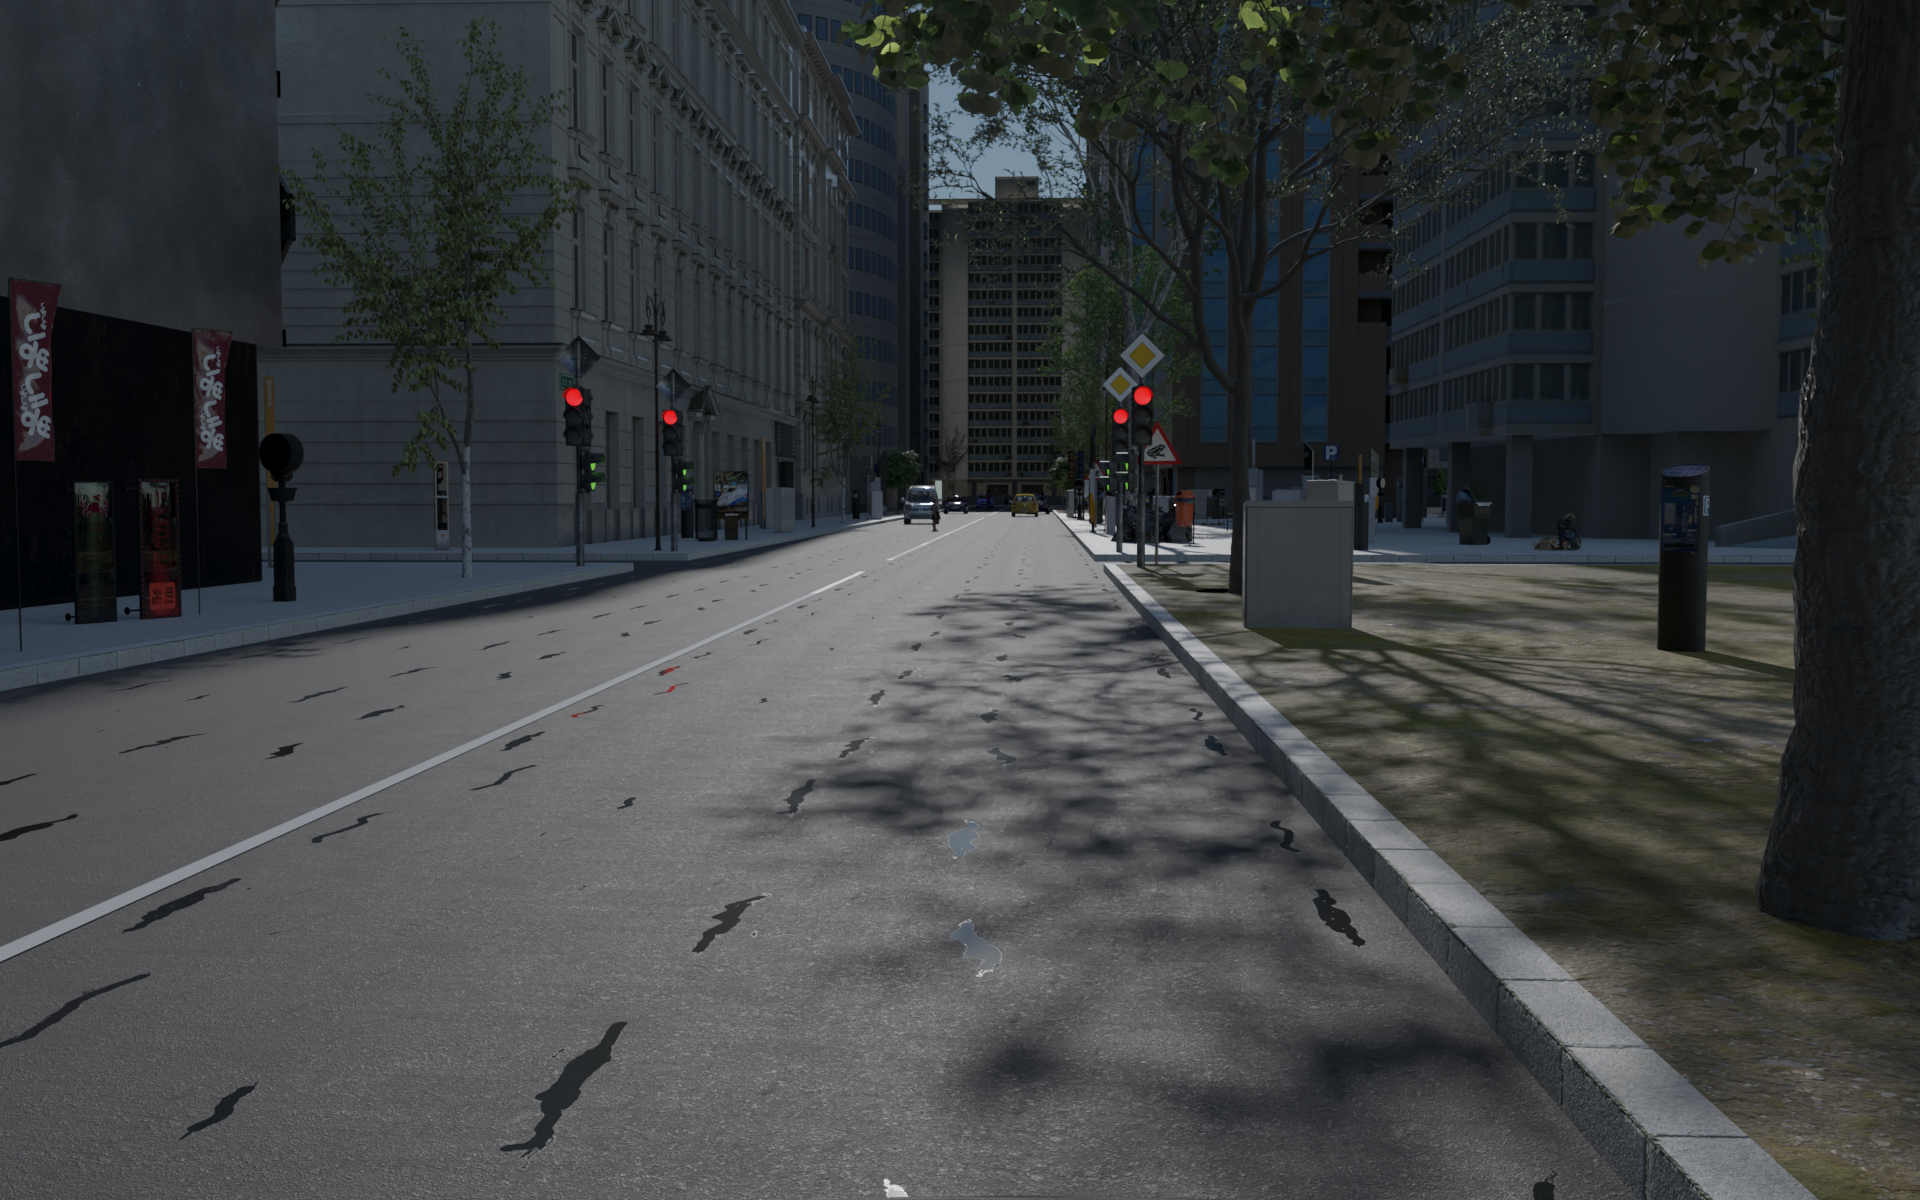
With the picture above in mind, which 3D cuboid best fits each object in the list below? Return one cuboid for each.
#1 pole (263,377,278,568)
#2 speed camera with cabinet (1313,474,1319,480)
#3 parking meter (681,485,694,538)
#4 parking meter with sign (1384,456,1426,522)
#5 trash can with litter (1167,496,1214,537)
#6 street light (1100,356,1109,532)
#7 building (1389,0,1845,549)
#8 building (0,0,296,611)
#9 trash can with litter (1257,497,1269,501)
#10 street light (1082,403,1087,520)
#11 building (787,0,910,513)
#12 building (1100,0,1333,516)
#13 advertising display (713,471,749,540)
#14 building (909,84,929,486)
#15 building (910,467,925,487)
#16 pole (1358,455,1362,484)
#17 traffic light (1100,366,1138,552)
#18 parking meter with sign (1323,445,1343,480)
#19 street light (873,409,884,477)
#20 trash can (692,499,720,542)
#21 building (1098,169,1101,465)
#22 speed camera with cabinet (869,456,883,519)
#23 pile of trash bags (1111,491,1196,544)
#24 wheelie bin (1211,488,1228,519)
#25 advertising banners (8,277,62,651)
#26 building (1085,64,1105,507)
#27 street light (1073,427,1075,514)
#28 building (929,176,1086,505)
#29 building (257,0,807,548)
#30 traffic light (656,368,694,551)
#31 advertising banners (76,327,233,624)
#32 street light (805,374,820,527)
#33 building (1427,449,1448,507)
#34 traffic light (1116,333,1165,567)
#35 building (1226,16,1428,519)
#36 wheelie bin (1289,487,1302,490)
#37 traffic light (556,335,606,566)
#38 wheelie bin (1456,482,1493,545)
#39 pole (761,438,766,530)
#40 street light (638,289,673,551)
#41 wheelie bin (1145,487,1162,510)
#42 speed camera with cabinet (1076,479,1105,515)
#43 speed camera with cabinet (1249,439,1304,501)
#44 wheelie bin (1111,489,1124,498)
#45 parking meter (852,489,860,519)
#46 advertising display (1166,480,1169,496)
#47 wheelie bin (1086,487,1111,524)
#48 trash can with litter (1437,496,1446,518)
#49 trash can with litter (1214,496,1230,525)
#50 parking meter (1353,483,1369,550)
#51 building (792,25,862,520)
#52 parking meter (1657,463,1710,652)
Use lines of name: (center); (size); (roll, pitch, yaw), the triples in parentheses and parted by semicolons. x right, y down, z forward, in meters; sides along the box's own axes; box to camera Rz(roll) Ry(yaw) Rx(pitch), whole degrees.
pole: (-12.014, -2.223, 30.195); (0.158, 3.312, 0.155); (0, 3, 0)
speed camera with cabinet: (15.206, -5.145, 78.451); (2.038, 3.252, 0.660); (0, 4, -5)
parking meter: (-7.946, -2.571, 50.442); (0.372, 1.533, 0.369); (0, 3, 0)
parking meter with sign: (20.332, -5.073, 79.211); (1.738, 3.016, 0.543); (0, 4, 5)
trash can with litter: (6.370, -2.506, 52.026); (1.678, 1.210, 2.233); (-1, 4, -12)
street light: (4.926, -5.228, 58.263); (0.468, 5.910, 1.993); (0, 4, 3)
building: (27.466, -22.176, 54.458); (23.993, 40.220, 32.217); (0, 4, 3)
building: (-18.820, -9.335, 20.087); (16.811, 18.784, 16.820); (0, 4, 3)
trash can with litter: (13.041, -3.856, 74.433); (0.624, 1.170, 1.055); (1, 4, 14)
street light: (6.091, -6.884, 85.339); (0.468, 5.910, 1.993); (0, 4, 3)
building: (-15.247, -35.809, 127.472); (21.231, 58.520, 28.212); (0, 4, 3)
building: (16.924, -28.723, 119.728); (14.600, 45.320, 14.200); (0, 4, 3)
advertising display: (-6.349, -2.621, 48.063); (0.974, 1.923, 0.123); (-1, 4, -17)
building: (-14.297, -33.850, 177.157); (21.600, 48.544, 21.300); (0, 4, 3)
building: (-13.624, -43.636, 151.697); (20.563, 71.187, 20.611); (0, 4, 3)
pole: (20.608, -5.840, 89.328); (0.158, 3.312, 0.155); (0, 3, 0)
traffic light: (3.514, -3.019, 38.284); (0.839, 4.253, 0.868); (0, 4, 3)
parking meter with sign: (13.530, -4.046, 62.409); (0.543, 3.016, 1.738); (2, 4, 23)
street light: (-4.418, -7.413, 93.997); (0.468, 5.910, 1.993); (0, 4, 3)
trash can: (-6.879, -2.159, 46.958); (0.748, 1.137, 0.748); (0, 3, 0)
building: (22.822, -31.936, 141.754); (23.786, 49.044, 30.456); (0, 4, 3)
speed camera with cabinet: (-4.333, -5.805, 89.253); (0.660, 3.252, 2.038); (0, 4, -6)
pile of trash bags: (5.343, -2.191, 45.582); (1.912, 1.369, 3.447); (-1, 4, -17)
wheelie bin: (13.370, -4.967, 89.118); (0.980, 1.594, 0.693); (-2, 4, -24)
advertising banners: (-7.809, -1.061, 13.535); (0.090, 3.025, 2.074); (1, 4, 18)
building: (22.934, -38.457, 170.768); (21.231, 58.520, 28.212); (0, 4, 3)
street light: (7.445, -8.543, 112.473); (0.468, 5.910, 1.993); (0, 4, 3)
building: (6.952, -31.967, 214.534); (23.993, 40.220, 32.217); (0, 4, 3)
building: (-16.527, -17.480, 62.212); (17.030, 29.872, 44.131); (0, 4, 3)
traffic light: (-6.388, -3.045, 38.708); (0.839, 4.253, 0.868); (0, 4, 3)
advertising banners: (-8.269, -1.320, 17.774); (0.090, 3.025, 2.074); (2, 4, 26)
street light: (-5.660, -5.739, 66.623); (0.468, 5.910, 1.993); (0, 4, 3)
building: (51.403, -46.962, 206.088); (20.611, 71.187, 20.563); (0, 4, 3)
traffic light: (3.158, -2.531, 30.307); (0.839, 4.253, 0.868); (0, 4, 3)
building: (18.262, -27.270, 95.970); (14.600, 45.320, 14.200); (0, 4, 3)
wheelie bin: (14.650, -4.158, 75.884); (0.980, 1.594, 0.693); (-2, 4, -31)
traffic light: (-6.744, -2.557, 30.731); (0.839, 4.253, 0.868); (0, 4, 3)
wheelie bin: (12.968, -2.195, 43.798); (0.980, 1.594, 0.693); (-2, 4, -31)
pole: (-7.111, -4.210, 62.672); (0.158, 3.312, 0.155); (0, 3, 0)
street light: (-6.859, -4.061, 39.186); (0.468, 5.910, 1.993); (0, 4, 3)
wheelie bin: (8.358, -4.101, 74.964); (0.693, 1.594, 0.980); (2, 4, 24)
speed camera with cabinet: (8.023, -6.846, 106.274); (2.038, 3.252, 0.660); (3, 5, 45)
speed camera with cabinet: (11.272, -4.164, 62.420); (2.038, 3.252, 0.660); (1, 4, 13)
wheelie bin: (6.978, -4.295, 78.124); (0.980, 1.594, 0.693); (-3, 5, -41)
parking meter: (-5.326, -4.915, 88.769); (0.372, 1.533, 0.369); (0, 3, 0)
advertising display: (9.517, -4.538, 79.409); (0.123, 1.923, 0.974); (0, 4, 6)
wheelie bin: (5.926, -4.107, 75.054); (0.980, 1.594, 0.693); (1, 4, 9)
trash can with litter: (27.033, -5.111, 94.624); (2.233, 1.210, 1.678); (0, 4, 2)
trash can with litter: (10.113, -3.704, 71.615); (2.233, 1.210, 1.678); (2, 4, 27)
parking meter: (9.148, -1.906, 39.572); (0.372, 1.533, 0.369); (0, 3, 0)
building: (-13.456, -18.871, 95.929); (14.401, 28.519, 23.554); (0, 4, 3)
parking meter: (5.935, -0.355, 14.213); (0.372, 1.533, 0.369); (0, 3, 0)
